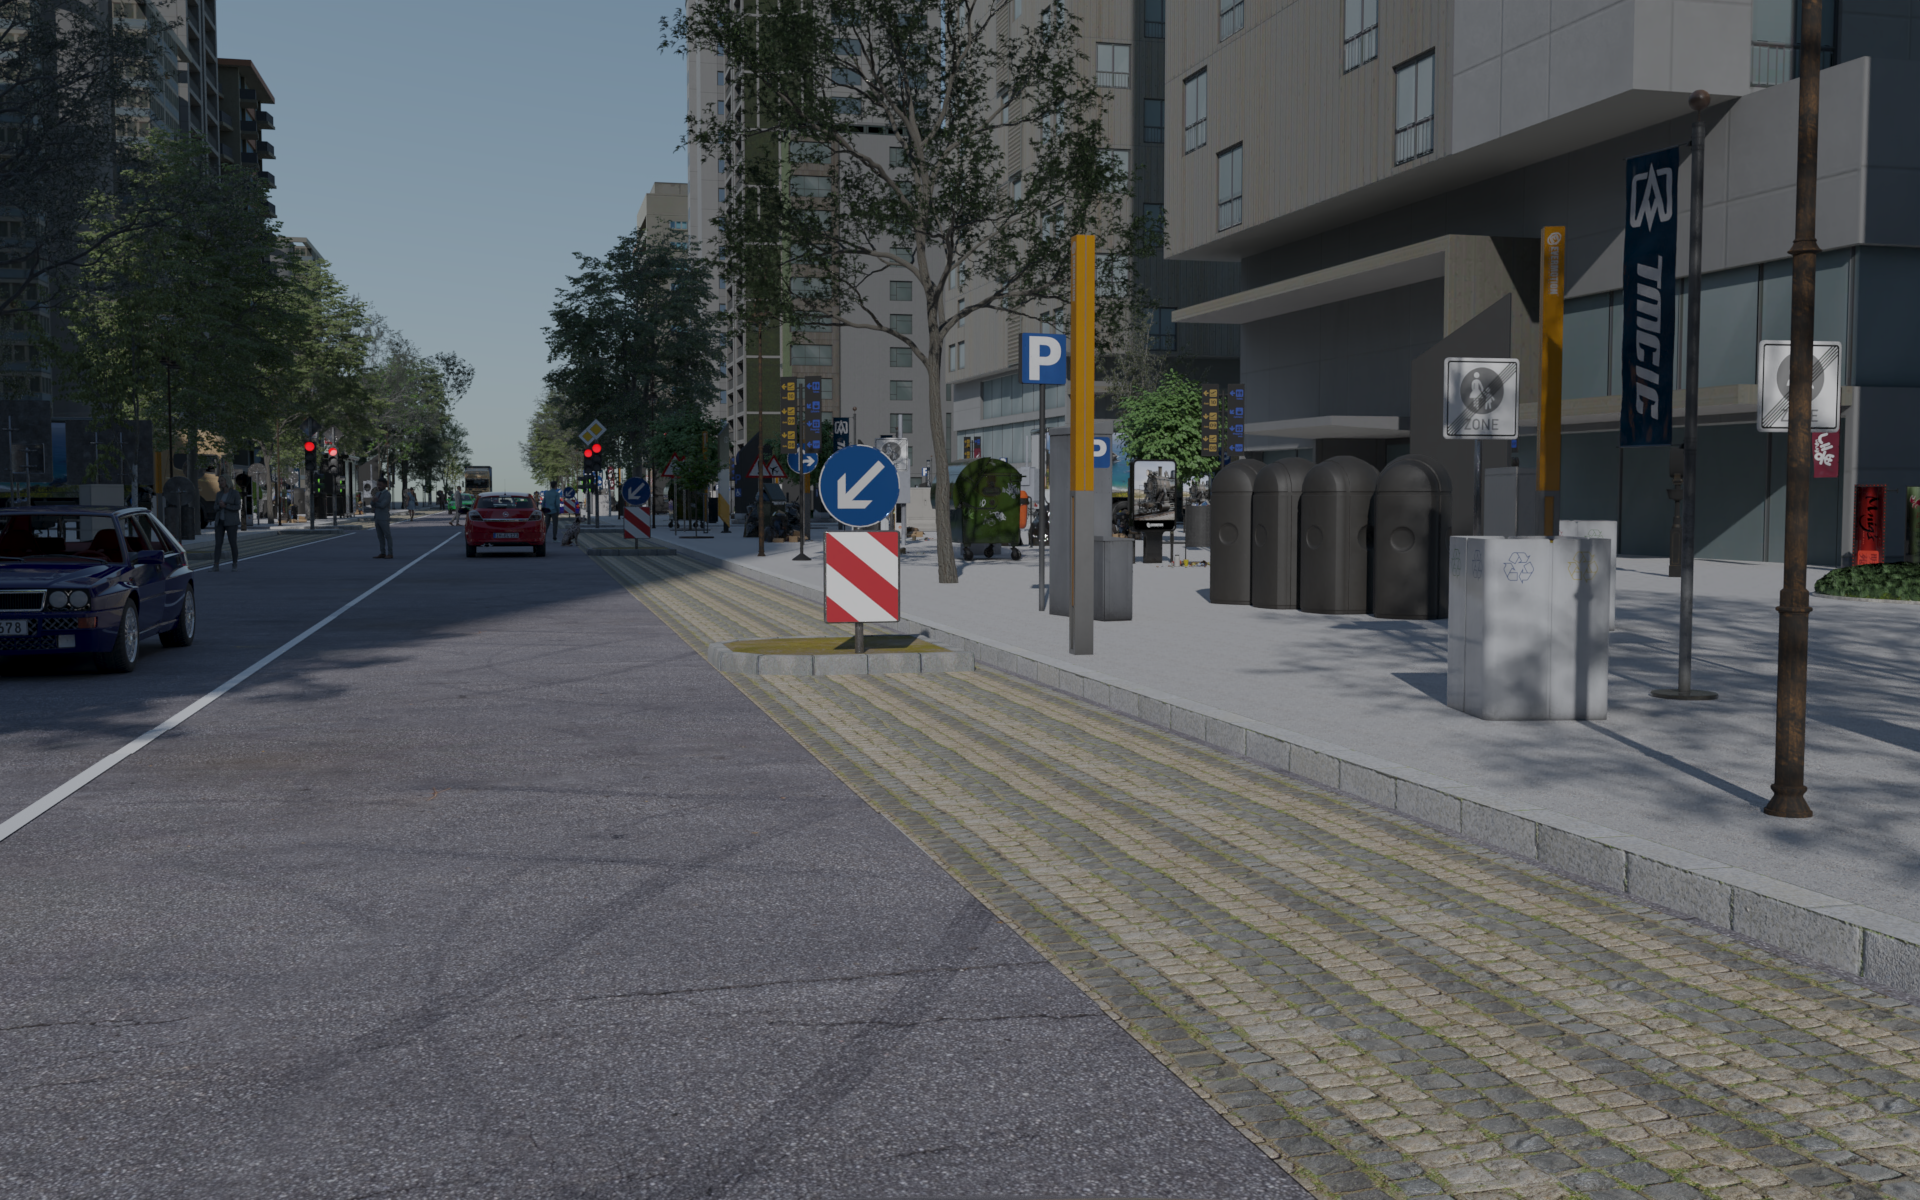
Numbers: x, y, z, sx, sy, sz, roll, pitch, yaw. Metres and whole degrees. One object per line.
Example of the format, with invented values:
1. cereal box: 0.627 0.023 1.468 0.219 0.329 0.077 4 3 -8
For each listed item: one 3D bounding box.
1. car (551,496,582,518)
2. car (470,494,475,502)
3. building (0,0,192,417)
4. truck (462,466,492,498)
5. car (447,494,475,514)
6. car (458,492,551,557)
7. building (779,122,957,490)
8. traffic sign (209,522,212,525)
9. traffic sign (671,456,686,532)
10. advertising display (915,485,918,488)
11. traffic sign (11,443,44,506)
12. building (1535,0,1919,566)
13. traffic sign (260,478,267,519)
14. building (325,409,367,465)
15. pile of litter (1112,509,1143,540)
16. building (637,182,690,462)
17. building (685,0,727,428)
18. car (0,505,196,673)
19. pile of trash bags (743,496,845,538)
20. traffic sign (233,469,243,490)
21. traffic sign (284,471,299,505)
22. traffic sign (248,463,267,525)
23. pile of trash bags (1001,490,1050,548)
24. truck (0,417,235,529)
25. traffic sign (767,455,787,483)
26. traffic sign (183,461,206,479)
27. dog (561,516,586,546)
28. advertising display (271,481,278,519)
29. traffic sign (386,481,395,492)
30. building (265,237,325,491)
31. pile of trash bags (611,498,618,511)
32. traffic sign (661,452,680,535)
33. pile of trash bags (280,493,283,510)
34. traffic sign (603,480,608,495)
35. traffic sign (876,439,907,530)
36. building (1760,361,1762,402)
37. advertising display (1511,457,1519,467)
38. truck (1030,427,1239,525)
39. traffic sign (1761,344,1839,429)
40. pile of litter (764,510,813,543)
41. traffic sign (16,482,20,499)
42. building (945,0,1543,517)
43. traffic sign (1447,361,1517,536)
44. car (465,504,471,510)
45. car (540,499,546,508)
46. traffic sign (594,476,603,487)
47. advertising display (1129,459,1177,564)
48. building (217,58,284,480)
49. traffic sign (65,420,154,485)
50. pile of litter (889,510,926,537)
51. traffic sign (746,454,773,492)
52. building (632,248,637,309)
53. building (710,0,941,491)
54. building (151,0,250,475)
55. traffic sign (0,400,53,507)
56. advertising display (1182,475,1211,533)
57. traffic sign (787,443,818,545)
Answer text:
1. car: -23.683 -5.589 103.961 1.945 1.354 3.894 -1 4 -14
2. car: -42.247 -8.329 148.178 2.014 1.417 4.499 -1 4 -13
3. building: -69.315 -26.334 122.443 32.217 40.220 23.993 -1 4 -14
4. truck: -48.231 -11.290 173.498 2.839 4.237 11.283 -1 4 -14
5. car: -35.510 -7.001 123.258 1.959 1.807 4.718 -1 4 -15
6. car: -10.724 -1.943 40.811 2.155 1.783 4.494 -1 4 -15
7. building: -7.569 -22.449 138.743 14.160 30.474 14.107 -1 4 -14
8. traffic sign: -30.725 -4.332 70.929 0.768 2.556 0.104 0 4 -8
9. traffic sign: -9.330 -3.584 58.595 0.884 2.594 0.081 0 4 -8
10. advertising display: -3.030 -7.045 120.403 0.123 1.923 0.974 0 4 6
11. traffic sign: -18.697 -1.997 34.774 0.606 2.300 0.079 -1 4 -9
12. building: 22.573 -27.820 44.104 28.713 52.752 27.495 -1 4 -14
13. traffic sign: -36.290 -5.440 90.125 0.795 2.450 0.064 -1 4 -9
14. building: -107.467 -25.883 268.233 27.650 21.520 28.899 -1 4 -14
15. pile of litter: 4.645 -2.128 48.761 1.719 0.858 1.176 1 4 19
16. building: -37.896 -39.284 265.990 21.300 48.544 21.600 -1 4 -14
17. building: -20.244 -40.053 196.871 21.231 58.520 28.212 -1 4 -14
18. car: -7.772 -0.140 14.863 1.945 1.354 3.894 -1 4 -14
19. pile of trash bags: -4.879 -2.568 51.737 3.447 1.369 1.912 0 4 6
20. traffic sign: -29.389 -4.165 70.226 0.606 2.300 0.079 -1 4 -9
21. traffic sign: -36.963 -5.851 95.775 0.768 2.556 0.104 -1 4 -13
22. traffic sign: -28.874 -4.349 71.214 0.768 2.556 0.104 -1 4 -9
23. pile of trash bags: 1.616 -2.024 42.839 1.912 1.369 3.447 0 4 6
24. truck: -32.326 -4.611 64.299 11.283 4.237 2.839 -1 4 -15
25. traffic sign: -6.127 -3.490 57.072 0.884 2.594 0.081 0 4 -7
26. traffic sign: -27.251 -3.764 61.655 0.768 2.556 0.104 -1 4 -12
27. dog: -10.782 -1.892 47.772 0.800 0.831 0.513 2 4 32
28. advertising display: -38.023 -5.561 96.136 0.123 1.923 0.974 -2 4 -33
29. traffic sign: -46.938 -8.718 142.550 0.884 2.594 0.081 -1 4 -11
30. building: -102.392 -33.598 241.207 32.217 40.220 23.993 -1 4 -14
31. pile of trash bags: -26.668 -7.334 129.656 1.912 1.369 3.447 2 4 32
32. traffic sign: -8.806 -3.276 53.573 0.884 2.594 0.081 -1 4 -9
33. pile of trash bags: -49.461 -7.116 126.092 1.912 1.369 3.447 -1 4 -17
34. traffic sign: -25.354 -7.465 124.189 0.606 2.300 0.079 -1 4 -14
35. traffic sign: -1.257 -1.808 31.692 0.606 2.300 0.079 0 4 -5
36. building: 43.952 -25.962 108.066 14.086 41.232 14.154 -1 4 -14
37. advertising display: 9.636 -1.552 30.588 0.123 1.923 0.974 0 4 -1
38. truck: 8.786 -5.272 75.103 11.283 4.237 2.839 -1 4 -13
39. traffic sign: 5.608 -0.583 11.663 0.606 2.300 0.079 -1 4 -11
40. pile of litter: -4.609 -1.984 46.410 1.719 0.858 1.176 -3 5 -40
41. traffic sign: -25.345 -2.850 46.607 0.884 2.594 0.081 -1 4 -10
42. building: 14.862 -31.563 105.295 27.495 52.752 28.713 -1 4 -14
43. traffic sign: 3.922 -0.673 13.129 0.606 2.300 0.079 -1 4 -12
44. car: -16.694 -3.086 62.261 2.131 1.459 4.920 -1 4 -15
45. car: -35.690 -8.476 151.160 1.945 1.354 3.894 -1 4 -14
46. traffic sign: -24.731 -7.221 118.162 0.768 2.556 0.104 0 4 -5
47. advertising display: 3.568 -1.639 32.005 0.974 1.923 0.123 -2 4 -28
48. building: -79.457 -31.499 169.633 22.147 44.769 28.867 -1 4 -14
49. traffic sign: -23.292 -3.278 47.466 2.265 3.308 0.079 0 4 -6
50. pile of litter: -1.571 -2.319 51.886 1.176 0.858 1.719 1 4 23
51. traffic sign: -6.518 -3.440 56.241 0.884 2.594 0.081 0 4 -8
52. building: -43.468 -38.968 291.747 22.147 44.769 28.867 -1 4 -14
53. building: -14.224 -44.893 172.258 20.563 71.187 20.611 -1 4 -14
54. building: -71.458 -43.230 145.058 20.563 71.187 20.611 -1 4 -14
55. traffic sign: -20.846 -2.663 37.419 2.265 3.308 0.079 -1 4 -14
56. advertising display: 7.737 -3.152 56.742 0.974 1.923 0.123 2 4 32
57. traffic sign: -3.945 -2.652 43.459 0.768 2.556 0.104 0 4 -6
